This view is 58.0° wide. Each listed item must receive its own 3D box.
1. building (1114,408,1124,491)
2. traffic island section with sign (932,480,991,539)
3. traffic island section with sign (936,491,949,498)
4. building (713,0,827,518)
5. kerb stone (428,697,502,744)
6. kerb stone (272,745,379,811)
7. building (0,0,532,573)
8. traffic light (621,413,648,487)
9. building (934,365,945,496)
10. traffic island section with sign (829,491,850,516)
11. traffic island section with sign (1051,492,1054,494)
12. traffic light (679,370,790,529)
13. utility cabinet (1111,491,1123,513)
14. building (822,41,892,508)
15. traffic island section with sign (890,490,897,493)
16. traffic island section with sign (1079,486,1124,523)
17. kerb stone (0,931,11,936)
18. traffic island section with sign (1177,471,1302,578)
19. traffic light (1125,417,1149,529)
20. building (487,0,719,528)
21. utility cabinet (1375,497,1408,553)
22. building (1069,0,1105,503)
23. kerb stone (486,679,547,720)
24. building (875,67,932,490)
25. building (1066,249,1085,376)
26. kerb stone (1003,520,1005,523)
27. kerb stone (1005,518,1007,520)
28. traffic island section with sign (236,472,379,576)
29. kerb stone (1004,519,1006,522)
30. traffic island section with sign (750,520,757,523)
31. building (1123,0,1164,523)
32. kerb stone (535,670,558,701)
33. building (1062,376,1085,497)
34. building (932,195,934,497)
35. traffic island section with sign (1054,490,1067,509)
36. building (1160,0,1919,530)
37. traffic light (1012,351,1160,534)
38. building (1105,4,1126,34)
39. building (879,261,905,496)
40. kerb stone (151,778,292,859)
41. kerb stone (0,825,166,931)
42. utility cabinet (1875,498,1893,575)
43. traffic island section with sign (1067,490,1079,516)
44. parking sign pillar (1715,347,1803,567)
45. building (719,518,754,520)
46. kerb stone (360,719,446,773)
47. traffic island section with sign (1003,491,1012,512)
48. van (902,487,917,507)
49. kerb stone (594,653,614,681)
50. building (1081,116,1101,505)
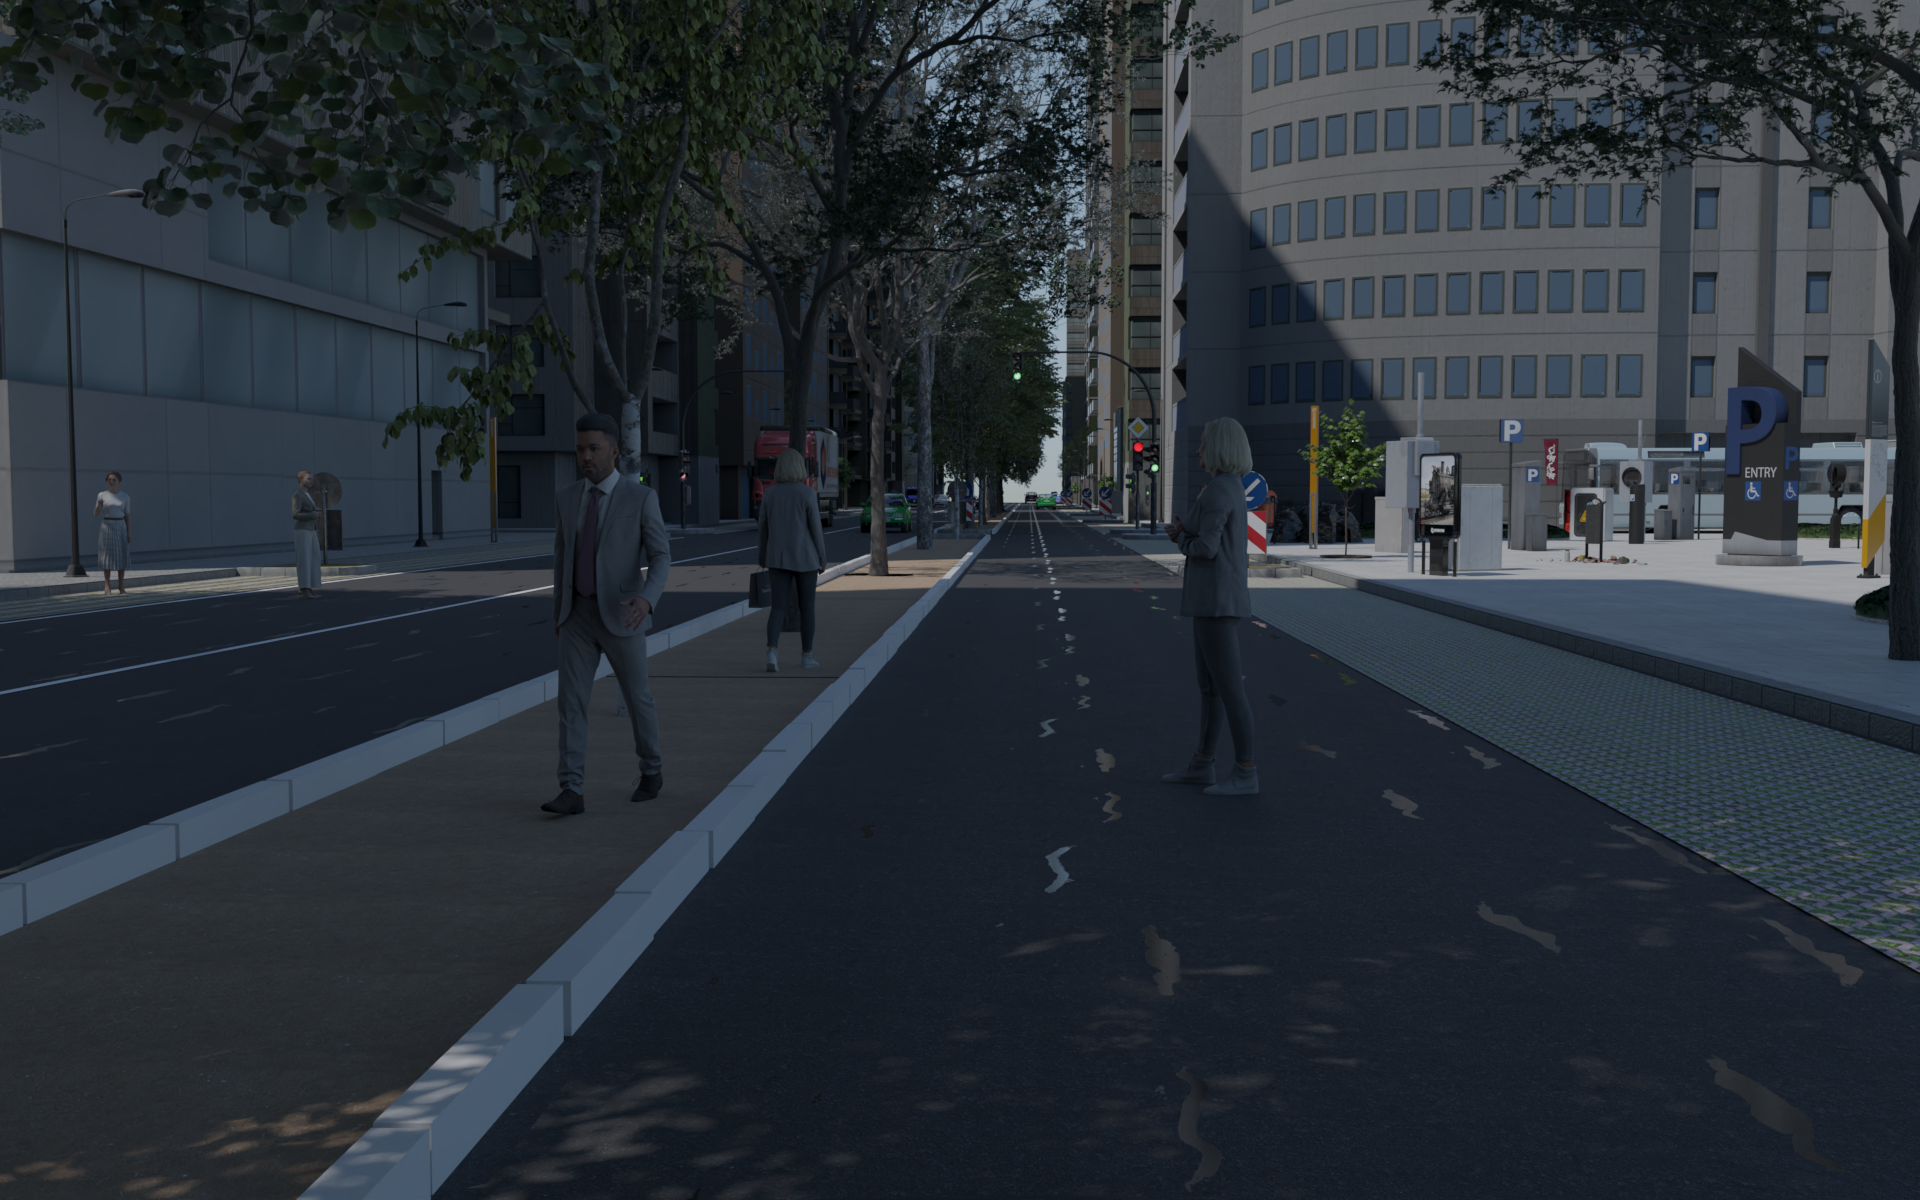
[{"bbox_3d":[22.811,-49.393,120.241,22.319,86.520,31.000,0,4,2],"label":"building"},{"bbox_3d":[-0.124,-2.903,55.605,2.006,1.907,1.989,0,4,2],"label":"traffic island section with sign"},{"bbox_3d":[-2.951,-14.515,245.945,1.989,1.847,2.006,0,4,2],"label":"traffic island section with sign"},{"bbox_3d":[-16.476,-28.352,113.673,14.600,45.320,14.200,0,4,2],"label":"building"},{"bbox_3d":[-2.961,0.726,10.325,0.120,0.150,1.000,0,4,2],"label":"kerb stone"},{"bbox_3d":[-3.037,0.851,8.279,0.120,0.150,1.000,0,4,2],"label":"kerb stone"},{"bbox_3d":[-26.983,-27.615,40.743,27.495,52.752,28.713,0,4,2],"label":"building"},{"bbox_3d":[-10.470,-4.081,55.646,0.839,4.253,0.868,0,4,2],"label":"traffic light"},{"bbox_3d":[-9.935,-31.565,287.786,14.160,30.474,14.107,0,4,2],"label":"building"},{"bbox_3d":[-8.226,-6.394,113.172,1.989,1.847,2.006,0,4,2],"label":"traffic island section with sign"},{"bbox_3d":[11.204,-11.094,190.020,1.989,1.847,2.006,0,4,2],"label":"traffic island section with sign"},{"bbox_3d":[-8.059,-5.438,63.577,4.771,5.953,1.251,0,4,2],"label":"traffic light"},{"bbox_3d":[10.364,-6.452,114.166,0.318,1.500,1.173,3,4,38],"label":"utility cabinet"},{"bbox_3d":[-18.827,-32.249,181.903,22.147,44.769,28.867,0,4,2],"label":"building"},{"bbox_3d":[-6.220,-9.486,163.724,1.989,1.847,2.006,0,4,2],"label":"traffic island section with sign"},{"bbox_3d":[7.069,-4.722,85.830,1.989,1.847,2.006,0,4,2],"label":"traffic island section with sign"},{"bbox_3d":[-3.164,1.039,5.202,0.120,0.150,1.000,0,4,2],"label":"kerb stone"},{"bbox_3d":[4.862,-1.334,30.436,1.989,1.847,2.006,0,4,2],"label":"traffic island section with sign"},{"bbox_3d":[6.446,-4.530,62.983,0.839,4.253,0.868,0,4,2],"label":"traffic light"},{"bbox_3d":[-18.037,-18.237,69.883,14.160,30.474,14.107,0,4,2],"label":"building"},{"bbox_3d":[9.523,-1.642,38.008,0.306,1.237,1.020,-1,4,-21],"label":"utility cabinet"},{"bbox_3d":[25.840,-49.164,242.074,20.563,71.187,20.611,0,4,2],"label":"building"},{"bbox_3d":[-2.929,0.663,11.362,0.120,0.150,1.000,0,4,2],"label":"kerb stone"},{"bbox_3d":[-15.642,-42.515,237.125,21.231,58.520,28.212,0,4,2],"label":"building"},{"bbox_3d":[24.748,-37.064,289.591,14.154,41.232,14.086,0,4,2],"label":"building"},{"bbox_3d":[1.846,-3.437,78.383,0.120,0.150,1.000,0,4,2],"label":"kerb stone"},{"bbox_3d":[2.086,-3.811,84.522,0.120,0.150,1.000,0,4,2],"label":"kerb stone"},{"bbox_3d":[-11.509,-1.359,30.854,1.989,1.847,2.006,0,4,2],"label":"traffic island section with sign"},{"bbox_3d":[1.969,-3.625,81.459,0.120,0.150,1.000,0,4,2],"label":"kerb stone"},{"bbox_3d":[-9.313,-4.730,85.967,1.989,1.847,2.006,0,4,2],"label":"traffic island section with sign"},{"bbox_3d":[15.651,-19.573,91.715,14.160,30.474,14.107,0,4,2],"label":"building"},{"bbox_3d":[-2.884,0.601,12.383,0.120,0.150,1.000,0,4,2],"label":"kerb stone"},{"bbox_3d":[29.875,-25.879,268.158,27.650,21.520,28.899,0,4,2],"label":"building"},{"bbox_3d":[-15.227,-44.242,265.363,21.231,58.520,28.212,0,4,2],"label":"building"},{"bbox_3d":[10.099,-9.393,162.198,1.989,1.847,2.006,0,4,2],"label":"traffic island section with sign"},{"bbox_3d":[23.153,-32.329,70.586,28.212,58.520,21.231,0,4,2],"label":"building"},{"bbox_3d":[4.035,-4.910,54.946,4.771,5.953,1.251,0,4,2],"label":"traffic light"},{"bbox_3d":[19.414,-30.393,147.038,14.600,45.320,14.200,0,4,2],"label":"building"},{"bbox_3d":[-14.014,-26.440,203.993,14.160,30.474,14.107,0,4,2],"label":"building"},{"bbox_3d":[-3.084,0.915,7.255,0.120,0.150,1.000,0,4,2],"label":"kerb stone"},{"bbox_3d":[-3.125,0.979,6.225,0.120,0.150,1.000,0,4,2],"label":"kerb stone"},{"bbox_3d":[15.145,-1.001,27.521,1.020,1.237,0.306,0,4,8],"label":"utility cabinet"},{"bbox_3d":[8.143,-6.379,112.925,1.989,1.847,2.006,0,4,2],"label":"traffic island section with sign"},{"bbox_3d":[14.446,-2.613,31.202,1.447,3.967,1.447,-2,4,-23],"label":"parking sign pillar"},{"bbox_3d":[-17.272,-26.998,91.529,14.600,45.320,14.200,0,4,2],"label":"building"},{"bbox_3d":[-3.005,0.792,9.302,0.120,0.150,1.000,0,4,2],"label":"kerb stone"},{"bbox_3d":[3.157,-7.948,138.086,2.006,1.907,1.989,0,4,2],"label":"traffic island section with sign"},{"bbox_3d":[-3.872,-9.014,151.759,2.240,2.365,5.245,0,4,1],"label":"van"},{"bbox_3d":[-2.840,0.538,13.404,0.120,0.150,1.000,0,4,2],"label":"kerb stone"},{"bbox_3d":[26.082,-35.356,197.684,23.786,49.044,30.456,0,4,2],"label":"building"}]
